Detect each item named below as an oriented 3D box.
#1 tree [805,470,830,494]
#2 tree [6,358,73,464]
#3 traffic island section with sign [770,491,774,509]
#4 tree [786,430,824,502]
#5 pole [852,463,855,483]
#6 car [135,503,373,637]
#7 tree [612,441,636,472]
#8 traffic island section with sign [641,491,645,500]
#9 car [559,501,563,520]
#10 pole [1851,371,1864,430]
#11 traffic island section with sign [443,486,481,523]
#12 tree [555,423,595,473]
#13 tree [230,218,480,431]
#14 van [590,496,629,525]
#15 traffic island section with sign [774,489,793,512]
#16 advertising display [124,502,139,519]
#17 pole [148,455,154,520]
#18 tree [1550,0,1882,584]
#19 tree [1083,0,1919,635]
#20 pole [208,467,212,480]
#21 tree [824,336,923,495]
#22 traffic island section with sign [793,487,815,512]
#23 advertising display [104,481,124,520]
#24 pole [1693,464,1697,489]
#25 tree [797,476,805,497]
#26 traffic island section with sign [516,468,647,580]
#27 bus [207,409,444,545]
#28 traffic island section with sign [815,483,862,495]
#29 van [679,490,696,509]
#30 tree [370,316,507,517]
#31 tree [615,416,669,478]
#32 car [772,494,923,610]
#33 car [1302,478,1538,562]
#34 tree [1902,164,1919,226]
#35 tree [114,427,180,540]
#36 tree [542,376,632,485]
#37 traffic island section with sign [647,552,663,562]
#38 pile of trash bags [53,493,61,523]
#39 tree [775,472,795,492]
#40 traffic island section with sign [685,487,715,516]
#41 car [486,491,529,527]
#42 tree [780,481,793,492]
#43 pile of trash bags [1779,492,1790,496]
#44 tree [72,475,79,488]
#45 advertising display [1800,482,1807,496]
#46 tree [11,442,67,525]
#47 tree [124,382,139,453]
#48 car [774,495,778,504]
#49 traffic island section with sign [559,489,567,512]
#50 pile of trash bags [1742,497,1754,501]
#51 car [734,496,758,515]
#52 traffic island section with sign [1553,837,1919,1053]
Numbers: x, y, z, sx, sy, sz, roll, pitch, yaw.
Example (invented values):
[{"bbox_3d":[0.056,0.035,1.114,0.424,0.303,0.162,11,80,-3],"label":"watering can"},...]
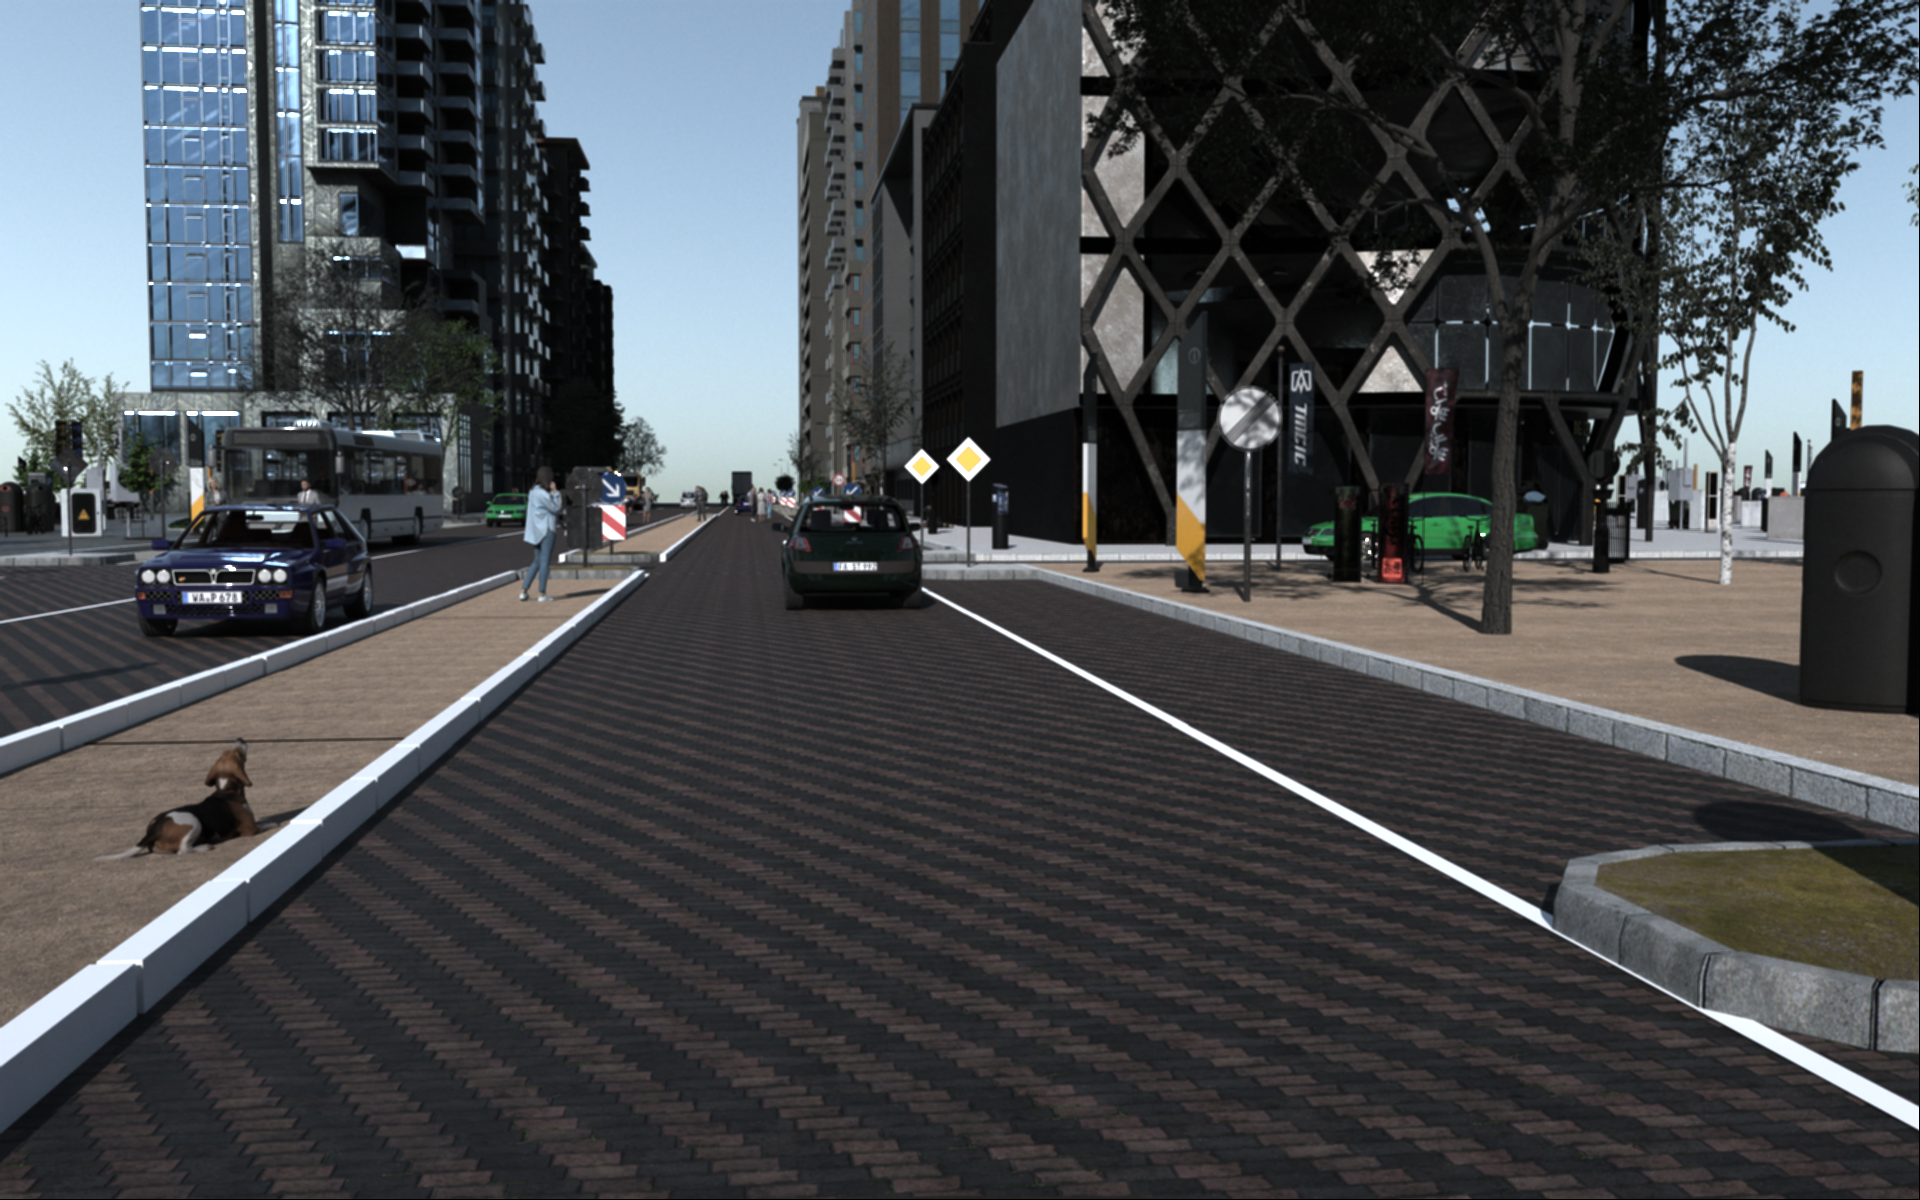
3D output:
[{"bbox_3d":[-11.145,-8.819,138.791,1.663,3.219,1.824,0,3,0],"label":"tree"},{"bbox_3d":[-48.262,-8.702,92.644,4.737,8.622,4.395,0,3,0],"label":"tree"},{"bbox_3d":[-16.889,-9.523,164.332,1.989,1.847,2.006,0,4,-7],"label":"traffic island section with sign"},{"bbox_3d":[-17.679,-15.005,195.691,4.360,8.622,3.978,0,3,0],"label":"tree"},{"bbox_3d":[-6.869,-7.228,112.028,0.158,3.312,0.155,0,3,0],"label":"pole"},{"bbox_3d":[-7.541,-0.376,18.730,1.945,1.354,3.894,0,4,-8],"label":"car"},{"bbox_3d":[-43.673,-16.567,221.227,4.737,8.622,4.395,0,3,0],"label":"tree"},{"bbox_3d":[-44.500,-14.372,243.604,1.989,1.847,2.006,0,4,-7],"label":"traffic island section with sign"},{"bbox_3d":[-23.017,-5.292,96.122,1.945,1.707,3.694,-1,4,-8],"label":"car"},{"bbox_3d":[14.879,-2.138,28.799,0.158,3.312,0.155,0,3,0],"label":"pole"},{"bbox_3d":[-24.766,-4.704,85.535,1.989,1.847,2.006,0,4,-7],"label":"traffic island section with sign"},{"bbox_3d":[-38.955,-13.810,176.147,4.360,8.622,3.978,0,3,0],"label":"tree"},{"bbox_3d":[-26.857,-10.212,77.341,12.009,13.543,11.850,0,3,0],"label":"tree"},{"bbox_3d":[-15.869,-4.333,77.853,2.013,2.044,4.112,-1,4,-9],"label":"van"},{"bbox_3d":[-13.450,-7.837,136.766,1.989,1.847,2.006,0,4,-7],"label":"traffic island section with sign"},{"bbox_3d":[-42.382,-5.088,88.405,0.123,1.923,0.974,2,4,30],"label":"advertising display"},{"bbox_3d":[-40.102,-5.628,85.853,0.158,3.312,0.155,0,3,0],"label":"pole"},{"bbox_3d":[10.855,-4.546,24.687,4.360,8.622,3.978,0,3,0],"label":"tree"},{"bbox_3d":[4.759,-4.948,15.310,8.767,10.594,7.601,2,4,25],"label":"tree"},{"bbox_3d":[-38.779,-5.856,89.589,0.158,3.312,0.155,0,3,0],"label":"pole"},{"bbox_3d":[-3.858,-7.909,79.667,4.360,8.622,3.978,0,3,0],"label":"tree"},{"bbox_3d":[-7.328,-4.840,87.769,1.989,1.847,2.006,0,4,-7],"label":"traffic island section with sign"},{"bbox_3d":[-42.739,-5.010,87.128,0.123,1.923,0.974,3,4,36],"label":"advertising display"},{"bbox_3d":[50.286,-7.622,118.466,0.158,3.312,0.155,0,3,0],"label":"pole"},{"bbox_3d":[-16.350,-11.547,183.387,1.663,3.219,1.824,0,3,0],"label":"tree"},{"bbox_3d":[-6.524,-1.326,29.821,2.006,1.907,1.989,0,4,-7],"label":"traffic island section with sign"},{"bbox_3d":[-16.178,-3.087,45.332,2.948,3.499,13.247,0,4,-5],"label":"bus"},{"bbox_3d":[-3.919,-3.171,60.466,1.989,1.847,2.006,0,4,-7],"label":"traffic island section with sign"},{"bbox_3d":[-26.620,-9.995,170.431,2.013,2.044,4.112,0,4,-6],"label":"van"},{"bbox_3d":[-29.436,-10.518,97.727,9.928,11.665,9.643,0,3,0],"label":"tree"},{"bbox_3d":[-50.177,-21.890,268.273,12.009,13.543,11.850,0,3,0],"label":"tree"},{"bbox_3d":[-1.475,-0.799,22.844,2.009,1.686,4.222,0,4,-6],"label":"car"},{"bbox_3d":[9.380,-1.634,35.513,4.718,1.807,1.959,0,4,-7],"label":"car"},{"bbox_3d":[15.548,-4.478,23.576,4.737,8.622,4.395,0,3,0],"label":"tree"},{"bbox_3d":[-23.128,-3.312,48.759,1.663,3.219,1.824,0,3,0],"label":"tree"},{"bbox_3d":[-39.838,-17.017,184.877,9.857,13.997,8.962,0,3,0],"label":"tree"},{"bbox_3d":[-7.433,-1.776,37.173,2.006,1.907,1.989,0,4,-7],"label":"traffic island section with sign"},{"bbox_3d":[-39.810,-4.124,77.178,1.912,1.369,3.447,0,4,1],"label":"pile of trash bags"},{"bbox_3d":[-26.458,-17.038,262.286,4.285,4.588,4.351,0,3,0],"label":"tree"},{"bbox_3d":[-16.755,-6.336,111.733,2.006,1.907,1.989,0,4,-7],"label":"traffic island section with sign"},{"bbox_3d":[-19.847,-4.147,76.604,1.959,1.807,4.718,0,4,-7],"label":"car"},{"bbox_3d":[-25.385,-15.712,251.489,1.663,3.219,1.824,0,3,0],"label":"tree"},{"bbox_3d":[39.349,-4.431,82.195,1.912,1.369,3.447,2,4,33],"label":"pile of trash bags"},{"bbox_3d":[-37.817,-4.794,72.987,1.663,3.219,1.824,0,3,0],"label":"tree"},{"bbox_3d":[46.194,-5.456,94.425,0.974,1.923,0.123,0,4,-7],"label":"advertising display"},{"bbox_3d":[-34.578,-4.289,64.722,1.663,3.219,1.824,0,3,0],"label":"tree"},{"bbox_3d":[-51.914,-9.441,104.730,4.737,8.622,4.395,0,3,0],"label":"tree"},{"bbox_3d":[-25.870,-13.949,237.652,1.945,1.707,3.694,0,4,-8],"label":"car"},{"bbox_3d":[-30.927,-7.726,134.948,1.989,1.847,2.006,0,4,-7],"label":"traffic island section with sign"},{"bbox_3d":[43.192,-5.386,97.819,3.447,1.369,1.912,2,4,29],"label":"pile of trash bags"},{"bbox_3d":[-14.323,-6.404,117.280,1.945,1.354,3.894,-1,4,-9],"label":"car"},{"bbox_3d":[2.983,0.202,5.325,1.989,1.847,2.006,0,4,-7],"label":"traffic island section with sign"}]
